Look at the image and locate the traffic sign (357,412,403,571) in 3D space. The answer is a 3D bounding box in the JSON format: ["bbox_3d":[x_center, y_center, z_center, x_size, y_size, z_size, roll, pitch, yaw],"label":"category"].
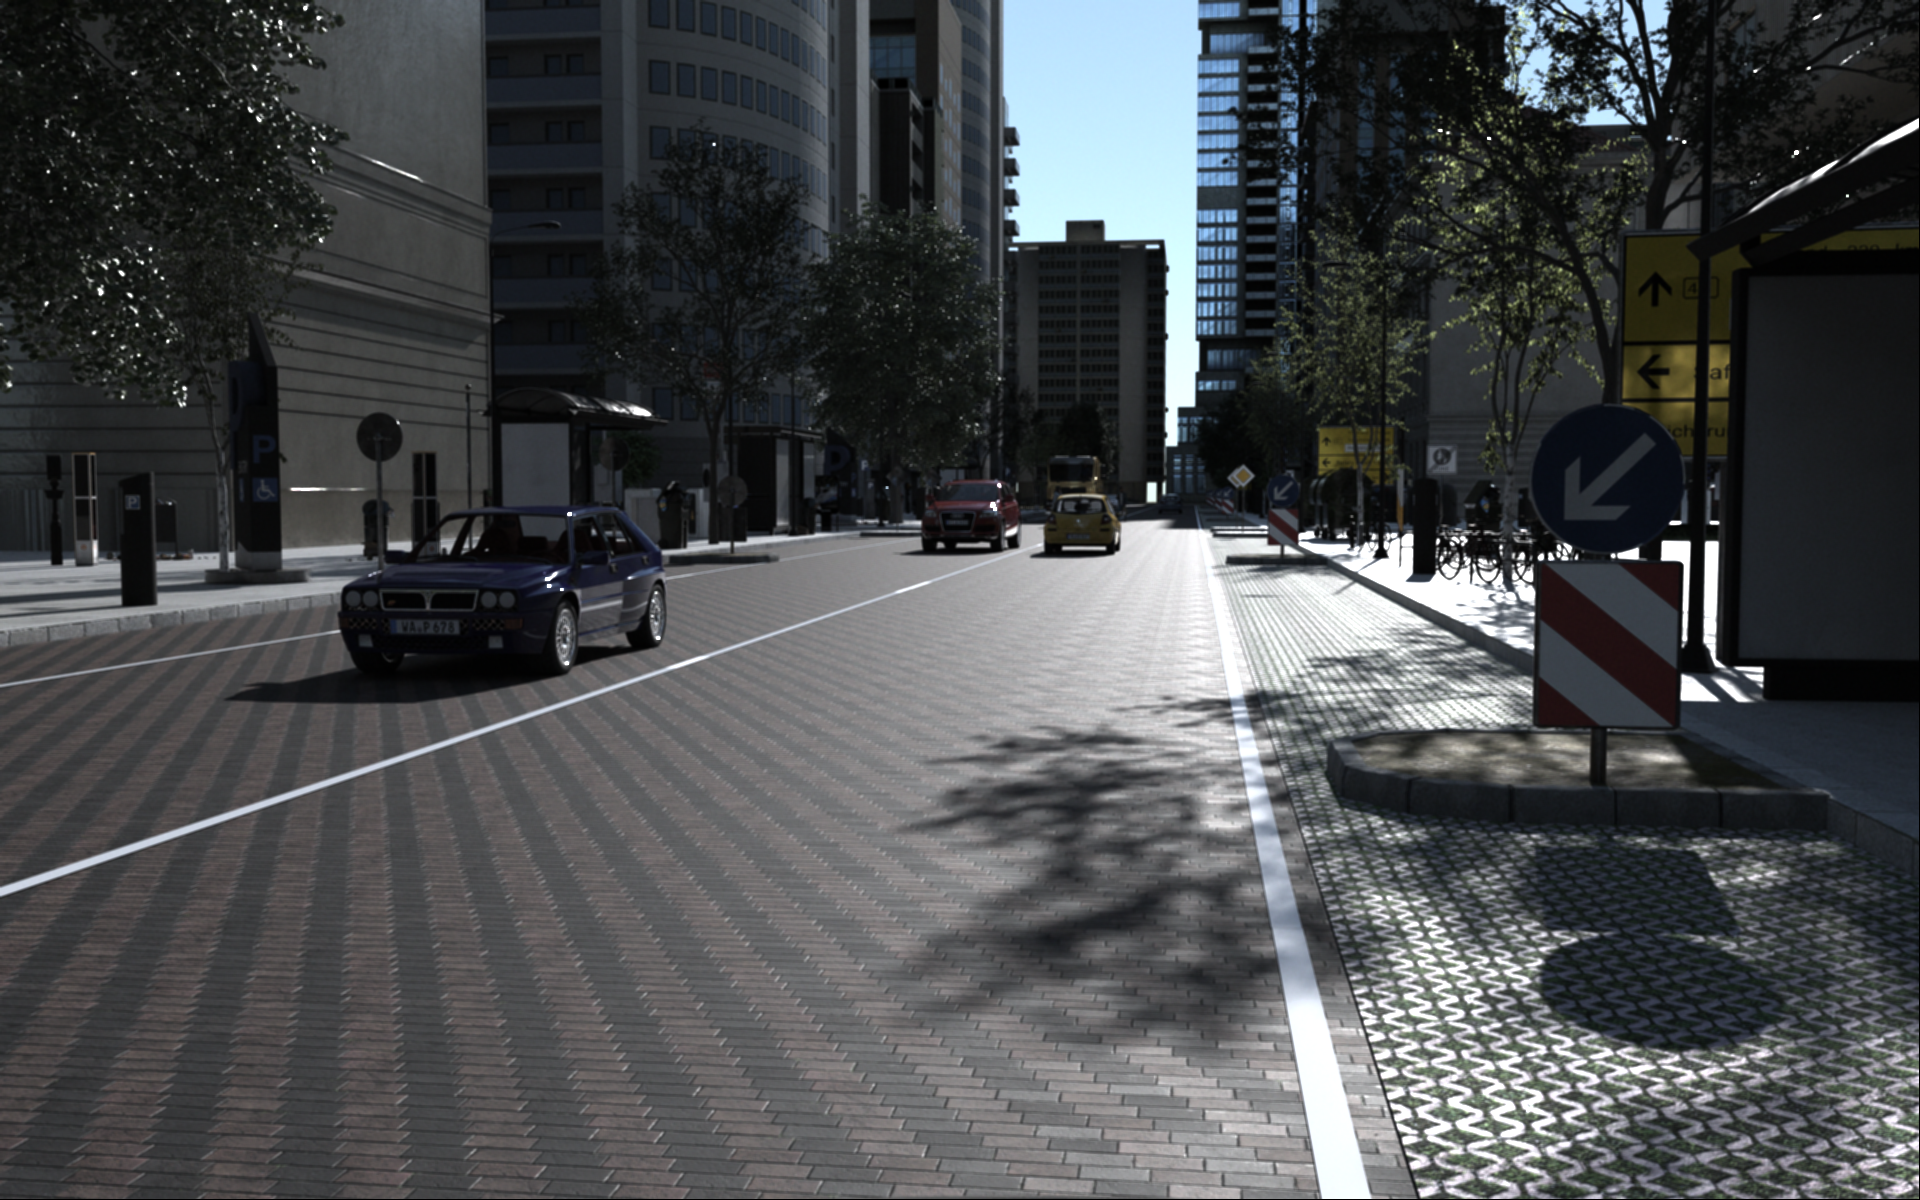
[{"bbox_3d":[-9.067,-1.648,27.051,0.768,2.556,0.104,1,4,9],"label":"traffic sign"}]

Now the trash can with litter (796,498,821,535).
[{"bbox_3d":[-4.782,-2.628,54.353,0.624,1.170,1.055,1,4,10],"label":"trash can with litter"}]

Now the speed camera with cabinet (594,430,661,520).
[{"bbox_3d":[-10.043,-3.550,52.372,2.038,3.252,0.660,1,4,21],"label":"speed camera with cabinet"}]

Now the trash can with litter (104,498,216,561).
[{"bbox_3d":[-15.929,-1.395,33.865,2.233,1.210,1.678,0,4,-2],"label":"trash can with litter"}]

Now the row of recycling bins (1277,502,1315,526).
[{"bbox_3d":[13.795,-3.816,69.499,1.069,1.692,3.534,3,5,42],"label":"row of recycling bins"}]

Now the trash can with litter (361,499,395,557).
[{"bbox_3d":[-12.092,-1.503,35.960,0.624,1.170,1.055,-1,4,-13],"label":"trash can with litter"}]

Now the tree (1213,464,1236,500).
[{"bbox_3d":[29.099,-12.523,188.465,4.285,4.588,4.351,0,3,0],"label":"tree"}]

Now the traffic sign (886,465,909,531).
[{"bbox_3d":[-2.145,-3.407,59.342,0.795,2.450,0.064,0,4,8],"label":"traffic sign"}]

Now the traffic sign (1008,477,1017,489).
[{"bbox_3d":[3.773,-7.716,126.257,0.768,2.556,0.104,1,4,13],"label":"traffic sign"}]

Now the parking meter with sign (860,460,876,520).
[{"bbox_3d":[-4.619,-5.595,87.738,0.543,3.016,1.738,-1,4,-16],"label":"parking meter with sign"}]

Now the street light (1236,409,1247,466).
[{"bbox_3d":[16.021,-7.488,94.969,1.470,5.913,1.316,0,4,8],"label":"street light"}]

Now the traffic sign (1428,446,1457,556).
[{"bbox_3d":[10.018,-2.074,36.046,0.606,2.300,0.079,1,4,15],"label":"traffic sign"}]

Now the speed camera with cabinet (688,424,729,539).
[{"bbox_3d":[-7.201,-3.368,49.406,0.660,3.252,2.038,-2,4,-28],"label":"speed camera with cabinet"}]

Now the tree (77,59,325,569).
[{"bbox_3d":[-12.674,-4.824,29.229,4.360,8.622,3.978,0,3,0],"label":"tree"}]

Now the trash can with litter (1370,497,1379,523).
[{"bbox_3d":[16.174,-3.529,69.079,1.055,1.170,0.624,-1,4,-18],"label":"trash can with litter"}]

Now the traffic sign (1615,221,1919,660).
[{"bbox_3d":[6.202,-1.185,13.255,2.265,3.308,0.079,1,4,12],"label":"traffic sign"}]

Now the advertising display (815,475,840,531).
[{"bbox_3d":[-4.613,-3.336,59.764,0.974,1.923,0.123,1,4,22],"label":"advertising display"}]

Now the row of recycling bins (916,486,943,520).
[{"bbox_3d":[-1.169,-4.877,86.854,1.069,1.692,3.534,2,4,24],"label":"row of recycling bins"}]

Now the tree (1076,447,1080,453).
[{"bbox_3d":[8.942,-12.921,161.620,4.737,8.622,4.395,0,3,0],"label":"tree"}]

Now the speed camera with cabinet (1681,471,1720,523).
[{"bbox_3d":[30.295,-4.629,70.014,2.038,3.252,0.660,0,4,-4],"label":"speed camera with cabinet"}]

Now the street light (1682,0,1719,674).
[{"bbox_3d":[4.783,-2.440,12.439,1.470,5.913,1.316,0,4,8],"label":"street light"}]

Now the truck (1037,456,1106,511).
[{"bbox_3d":[6.085,-5.839,91.393,3.469,3.379,9.791,0,4,7],"label":"truck"}]

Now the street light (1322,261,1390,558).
[{"bbox_3d":[7.914,-3.799,34.653,1.470,5.913,1.316,0,4,8],"label":"street light"}]

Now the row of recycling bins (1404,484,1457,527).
[{"bbox_3d":[18.998,-3.829,69.714,1.069,1.692,3.534,0,4,-6],"label":"row of recycling bins"}]

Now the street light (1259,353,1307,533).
[{"bbox_3d":[10.707,-5.161,56.923,1.470,5.913,1.316,0,4,8],"label":"street light"}]

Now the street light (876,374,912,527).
[{"bbox_3d":[-2.534,-5.794,67.268,1.470,5.913,1.316,0,4,8],"label":"street light"}]

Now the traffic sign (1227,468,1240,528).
[{"bbox_3d":[10.505,-3.795,65.685,0.795,2.450,0.064,0,4,8],"label":"traffic sign"}]

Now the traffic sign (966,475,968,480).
[{"bbox_3d":[0.048,-6.022,98.568,0.768,2.556,0.104,1,4,15],"label":"traffic sign"}]

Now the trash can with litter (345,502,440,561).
[{"bbox_3d":[-10.848,-1.392,33.814,2.233,1.210,1.678,-2,4,-24],"label":"trash can with litter"}]

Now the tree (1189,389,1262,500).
[{"bbox_3d":[32.820,-18.623,211.146,9.857,13.997,8.962,0,3,0],"label":"tree"}]

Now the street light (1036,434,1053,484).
[{"bbox_3d":[6.515,-9.930,134.894,1.470,5.913,1.316,0,4,8],"label":"street light"}]

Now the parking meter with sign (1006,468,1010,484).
[{"bbox_3d":[2.537,-7.316,115.871,1.738,3.016,0.543,3,5,44],"label":"parking meter with sign"}]

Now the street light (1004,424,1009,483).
[{"bbox_3d":[3.438,-8.513,111.735,1.470,5.913,1.316,0,4,8],"label":"street light"}]

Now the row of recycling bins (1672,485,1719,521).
[{"bbox_3d":[35.804,-4.663,83.350,3.534,1.692,1.069,1,4,15],"label":"row of recycling bins"}]

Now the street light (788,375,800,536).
[{"bbox_3d":[-4.533,-4.889,52.475,1.470,5.913,1.316,0,4,8],"label":"street light"}]

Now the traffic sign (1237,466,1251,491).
[{"bbox_3d":[20.895,-7.921,123.378,2.265,3.308,0.079,1,4,16],"label":"traffic sign"}]

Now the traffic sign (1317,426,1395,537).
[{"bbox_3d":[11.825,-3.542,51.786,2.265,3.308,0.079,1,4,11],"label":"traffic sign"}]

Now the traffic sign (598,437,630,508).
[{"bbox_3d":[-7.667,-2.339,38.350,0.768,2.556,0.104,1,4,16],"label":"traffic sign"}]

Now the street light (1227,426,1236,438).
[{"bbox_3d":[19.063,-8.878,117.689,1.470,5.913,1.316,0,4,8],"label":"street light"}]

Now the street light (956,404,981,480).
[{"bbox_3d":[0.386,-7.154,89.510,1.470,5.913,1.316,0,4,8],"label":"street light"}]

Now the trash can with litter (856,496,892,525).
[{"bbox_3d":[-3.970,-3.759,72.516,2.233,1.210,1.678,1,4,13],"label":"trash can with litter"}]

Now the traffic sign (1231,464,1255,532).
[{"bbox_3d":[9.442,-3.311,57.770,0.795,2.450,0.064,0,4,8],"label":"traffic sign"}]

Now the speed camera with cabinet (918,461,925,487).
[{"bbox_3d":[-1.189,-5.940,91.457,2.038,3.252,0.660,1,4,12],"label":"speed camera with cabinet"}]

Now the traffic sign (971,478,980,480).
[{"bbox_3d":[1.037,-6.812,113.500,0.606,2.300,0.079,0,4,8],"label":"traffic sign"}]

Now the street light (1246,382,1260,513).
[{"bbox_3d":[12.826,-6.089,72.097,1.470,5.913,1.316,0,4,8],"label":"street light"}]

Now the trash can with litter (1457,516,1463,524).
[{"bbox_3d":[21.284,-3.911,75.335,1.055,1.170,0.624,0,4,-6],"label":"trash can with litter"}]

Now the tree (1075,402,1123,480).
[{"bbox_3d":[16.506,-18.066,213.507,7.486,12.596,7.792,0,3,0],"label":"tree"}]

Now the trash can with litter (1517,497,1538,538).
[{"bbox_3d":[17.261,-2.436,50.893,2.233,1.210,1.678,-2,4,-25],"label":"trash can with litter"}]

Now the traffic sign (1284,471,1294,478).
[{"bbox_3d":[13.995,-4.409,74.212,0.606,2.300,0.079,1,4,12],"label":"traffic sign"}]

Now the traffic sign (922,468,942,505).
[{"bbox_3d":[-1.082,-3.891,67.256,0.795,2.450,0.064,0,4,8],"label":"traffic sign"}]

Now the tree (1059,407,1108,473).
[{"bbox_3d":[12.447,-15.370,185.711,7.601,10.594,8.767,2,4,30],"label":"tree"}]

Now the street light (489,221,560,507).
[{"bbox_3d":[-7.492,-3.497,29.711,1.470,5.913,1.316,0,4,8],"label":"street light"}]

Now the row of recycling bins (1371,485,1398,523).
[{"bbox_3d":[19.348,-4.355,78.322,1.069,1.692,3.534,-1,4,-21],"label":"row of recycling bins"}]

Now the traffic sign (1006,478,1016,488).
[{"bbox_3d":[3.536,-7.302,120.570,0.795,2.450,0.064,1,4,10],"label":"traffic sign"}]
